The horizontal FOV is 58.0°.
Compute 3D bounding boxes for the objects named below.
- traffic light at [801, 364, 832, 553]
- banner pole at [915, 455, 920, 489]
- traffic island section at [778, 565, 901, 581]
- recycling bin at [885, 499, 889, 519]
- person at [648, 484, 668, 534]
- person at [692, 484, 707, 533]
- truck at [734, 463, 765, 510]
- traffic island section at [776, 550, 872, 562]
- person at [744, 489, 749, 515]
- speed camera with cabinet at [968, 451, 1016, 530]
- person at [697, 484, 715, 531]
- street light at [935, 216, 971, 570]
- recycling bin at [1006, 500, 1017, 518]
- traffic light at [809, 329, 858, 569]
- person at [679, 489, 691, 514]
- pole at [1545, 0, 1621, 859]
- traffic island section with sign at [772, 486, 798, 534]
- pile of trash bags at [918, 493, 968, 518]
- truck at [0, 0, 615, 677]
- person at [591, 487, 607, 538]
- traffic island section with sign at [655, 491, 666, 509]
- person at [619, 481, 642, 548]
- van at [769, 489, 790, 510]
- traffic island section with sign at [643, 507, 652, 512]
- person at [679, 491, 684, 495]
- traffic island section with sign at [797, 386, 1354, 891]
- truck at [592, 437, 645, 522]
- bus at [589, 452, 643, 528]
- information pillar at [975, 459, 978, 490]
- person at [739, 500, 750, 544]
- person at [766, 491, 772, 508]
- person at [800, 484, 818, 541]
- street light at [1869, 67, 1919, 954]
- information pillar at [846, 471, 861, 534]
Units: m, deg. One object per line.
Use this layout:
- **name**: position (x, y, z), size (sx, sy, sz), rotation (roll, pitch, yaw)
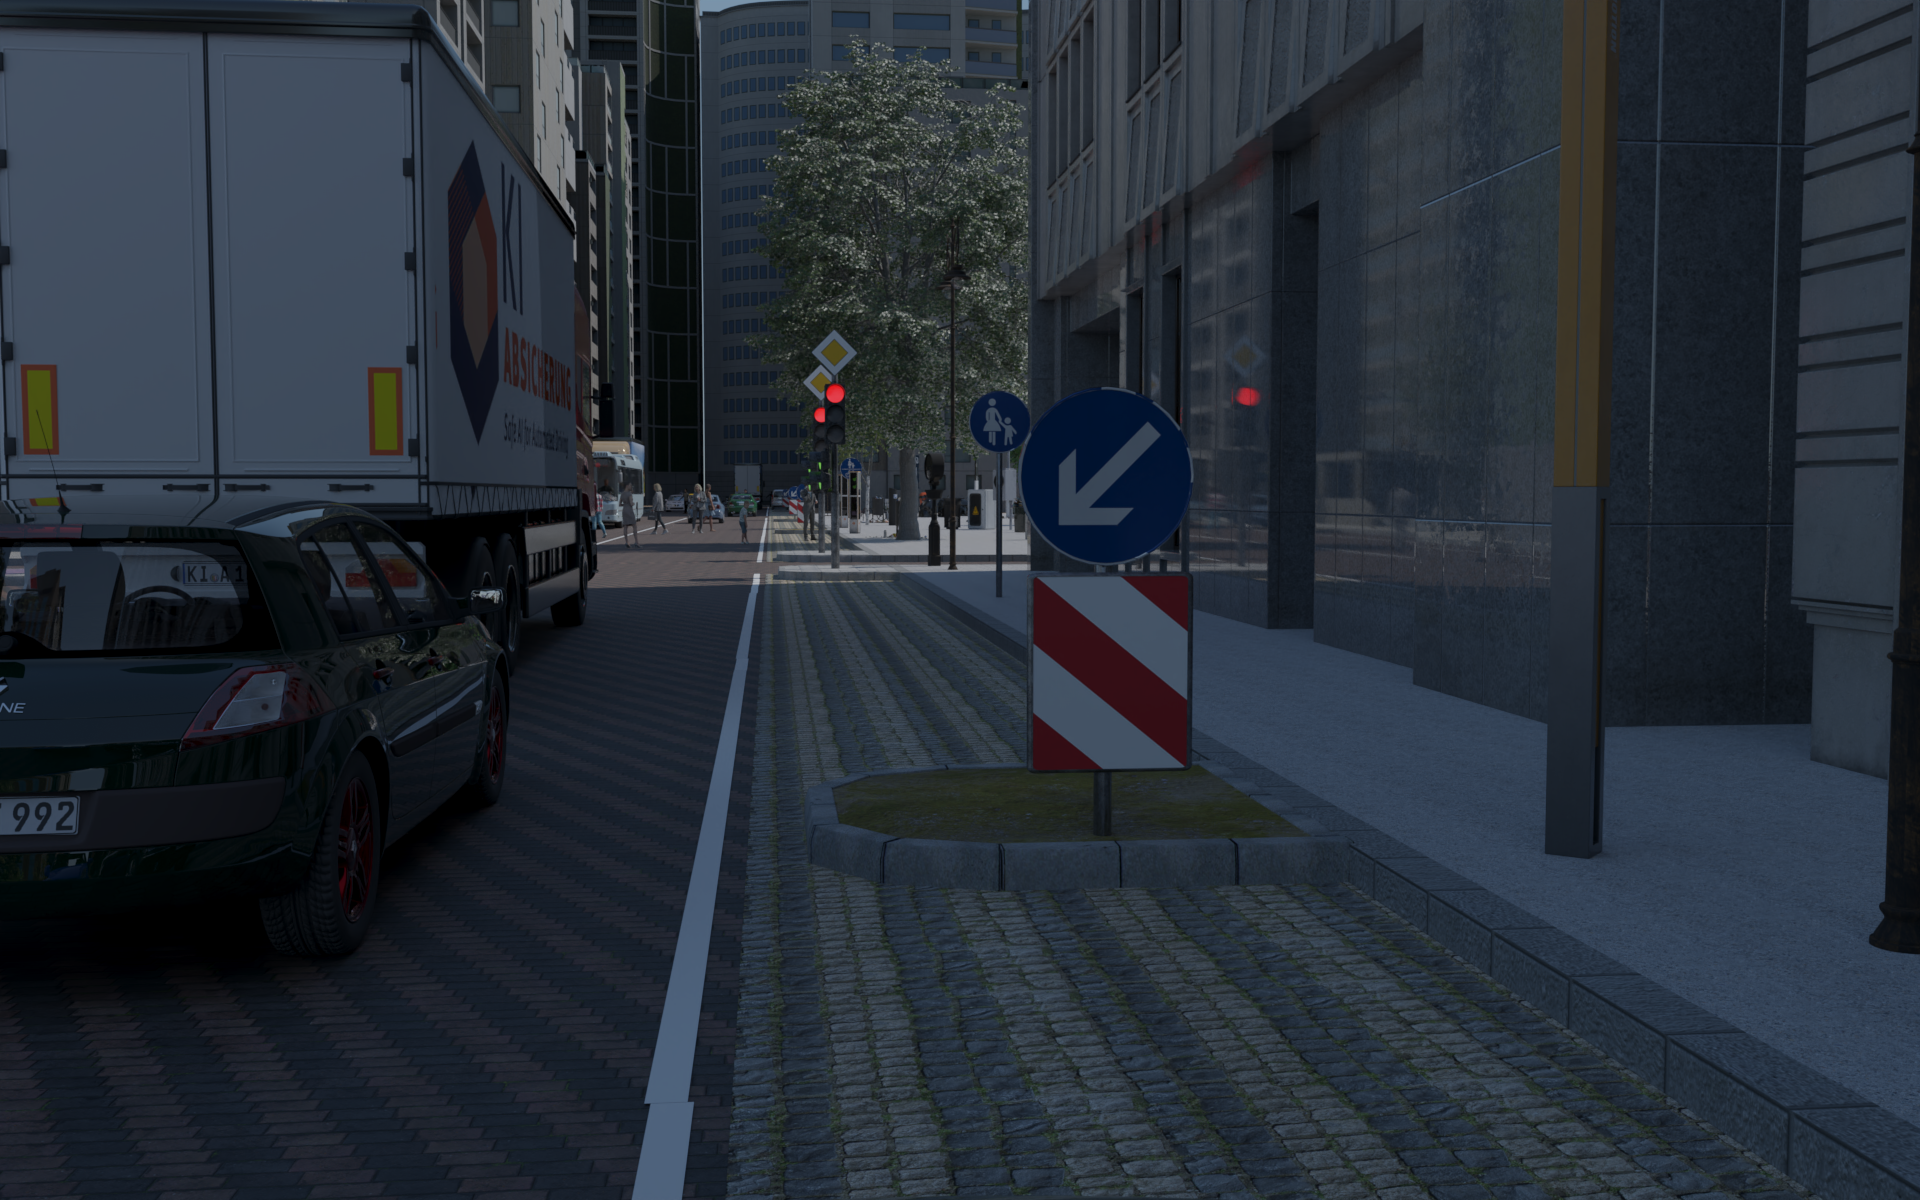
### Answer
- **traffic light**: position (-3.031, -2.979, 37.625), size (0.839, 4.253, 0.868), rotation (0, 4, -6)
- **banner pole**: position (-2.679, -6.563, 97.328), size (0.863, 3.779, 0.401), rotation (-1, 4, -12)
- **traffic island section**: position (-2.122, -0.460, 29.805), size (2.009, 0.180, 2.903), rotation (0, 4, -6)
- **recycling bin**: position (-3.416, -4.751, 90.232), size (0.722, 1.027, 0.722), rotation (3, 5, 43)
- **person**: position (-10.699, -3.218, 61.304), size (0.728, 1.800, 0.709), rotation (1, 4, 11)
- **person**: position (-9.535, -3.341, 63.303), size (0.537, 1.800, 0.526), rotation (0, 4, 4)
- **truck**: position (-19.707, -10.571, 161.757), size (2.839, 4.237, 11.283), rotation (0, 4, -5)
- **traffic island section**: position (-2.990, -0.946, 37.743), size (2.009, 0.180, 2.903), rotation (0, 4, -6)
- **person**: position (-14.722, -6.704, 118.554), size (0.568, 1.767, 0.683), rotation (0, 4, -8)
- **speed camera with cabinet**: position (1.139, -4.176, 62.606), size (0.660, 3.252, 2.038), rotation (-3, 5, -41)
- **person**: position (-9.607, -3.506, 65.913), size (0.778, 1.811, 0.616), rotation (-3, 5, -40)
- **street light**: position (-0.123, -3.448, 29.166), size (0.468, 5.910, 1.993), rotation (0, 4, -6)
- **recycling bin**: position (2.868, -5.017, 94.580), size (0.722, 1.027, 0.722), rotation (0, 4, -2)
- **traffic light**: position (-2.163, -2.493, 29.687), size (0.839, 4.253, 0.868), rotation (0, 4, -6)
- **person**: position (-19.963, -7.191, 126.089), size (1.348, 1.823, 0.705), rotation (3, 5, 39)
- **pole**: position (2.193, -0.749, 6.089), size (0.158, 3.312, 0.155), rotation (0, 3, 0)
- **traffic island section with sign**: position (-5.695, -3.296, 62.514), size (1.989, 1.847, 2.006), rotation (0, 4, -6)
- **pile of trash bags**: position (-0.726, -5.502, 99.714), size (3.447, 1.369, 1.912), rotation (-1, 4, -21)
- **truck**: position (-4.885, -1.619, 15.390), size (2.839, 4.237, 11.283), rotation (0, 4, -7)
- **person**: position (-11.880, -2.887, 56.547), size (0.643, 1.720, 0.563), rotation (3, 5, 41)
- **traffic island section with sign**: position (-28.758, -9.597, 165.534), size (1.989, 1.847, 2.006), rotation (0, 4, -6)
- **person**: position (-8.777, -2.279, 46.097), size (0.599, 1.781, 0.374), rotation (3, 4, 36)
- **van**: position (-16.377, -9.228, 157.886), size (2.013, 2.044, 4.112), rotation (0, 4, -6)
- **traffic island section with sign**: position (-25.778, -7.928, 138.251), size (1.989, 1.847, 2.006), rotation (0, 4, -6)
- **person**: position (-24.822, -8.879, 154.336), size (0.551, 1.740, 0.621), rotation (-3, 4, -36)
- **traffic island section with sign**: position (0.357, 0.089, 7.178), size (1.989, 1.847, 2.006), rotation (0, 4, -6)
- **truck**: position (-17.593, -6.028, 87.477), size (2.839, 4.237, 11.283), rotation (0, 4, -6)
- **bus**: position (-15.608, -4.912, 75.168), size (2.948, 3.499, 13.247), rotation (0, 4, -6)
- **information pillar**: position (1.009, -7.058, 106.757), size (0.183, 3.616, 0.504), rotation (1, 4, 18)
- **person**: position (-6.179, -2.234, 49.714), size (0.352, 1.250, 0.332), rotation (1, 4, 19)
- **person**: position (-18.652, -9.914, 171.420), size (1.217, 1.723, 0.721), rotation (0, 4, -2)
- **person**: position (-4.548, -2.727, 52.890), size (0.447, 1.846, 0.655), rotation (3, 5, 40)
- **street light**: position (2.680, -1.954, 4.734), size (0.468, 5.910, 1.993), rotation (0, 4, -6)
- **information pillar**: position (-3.409, -3.161, 56.180), size (0.304, 2.012, 0.304), rotation (1, 4, 13)
